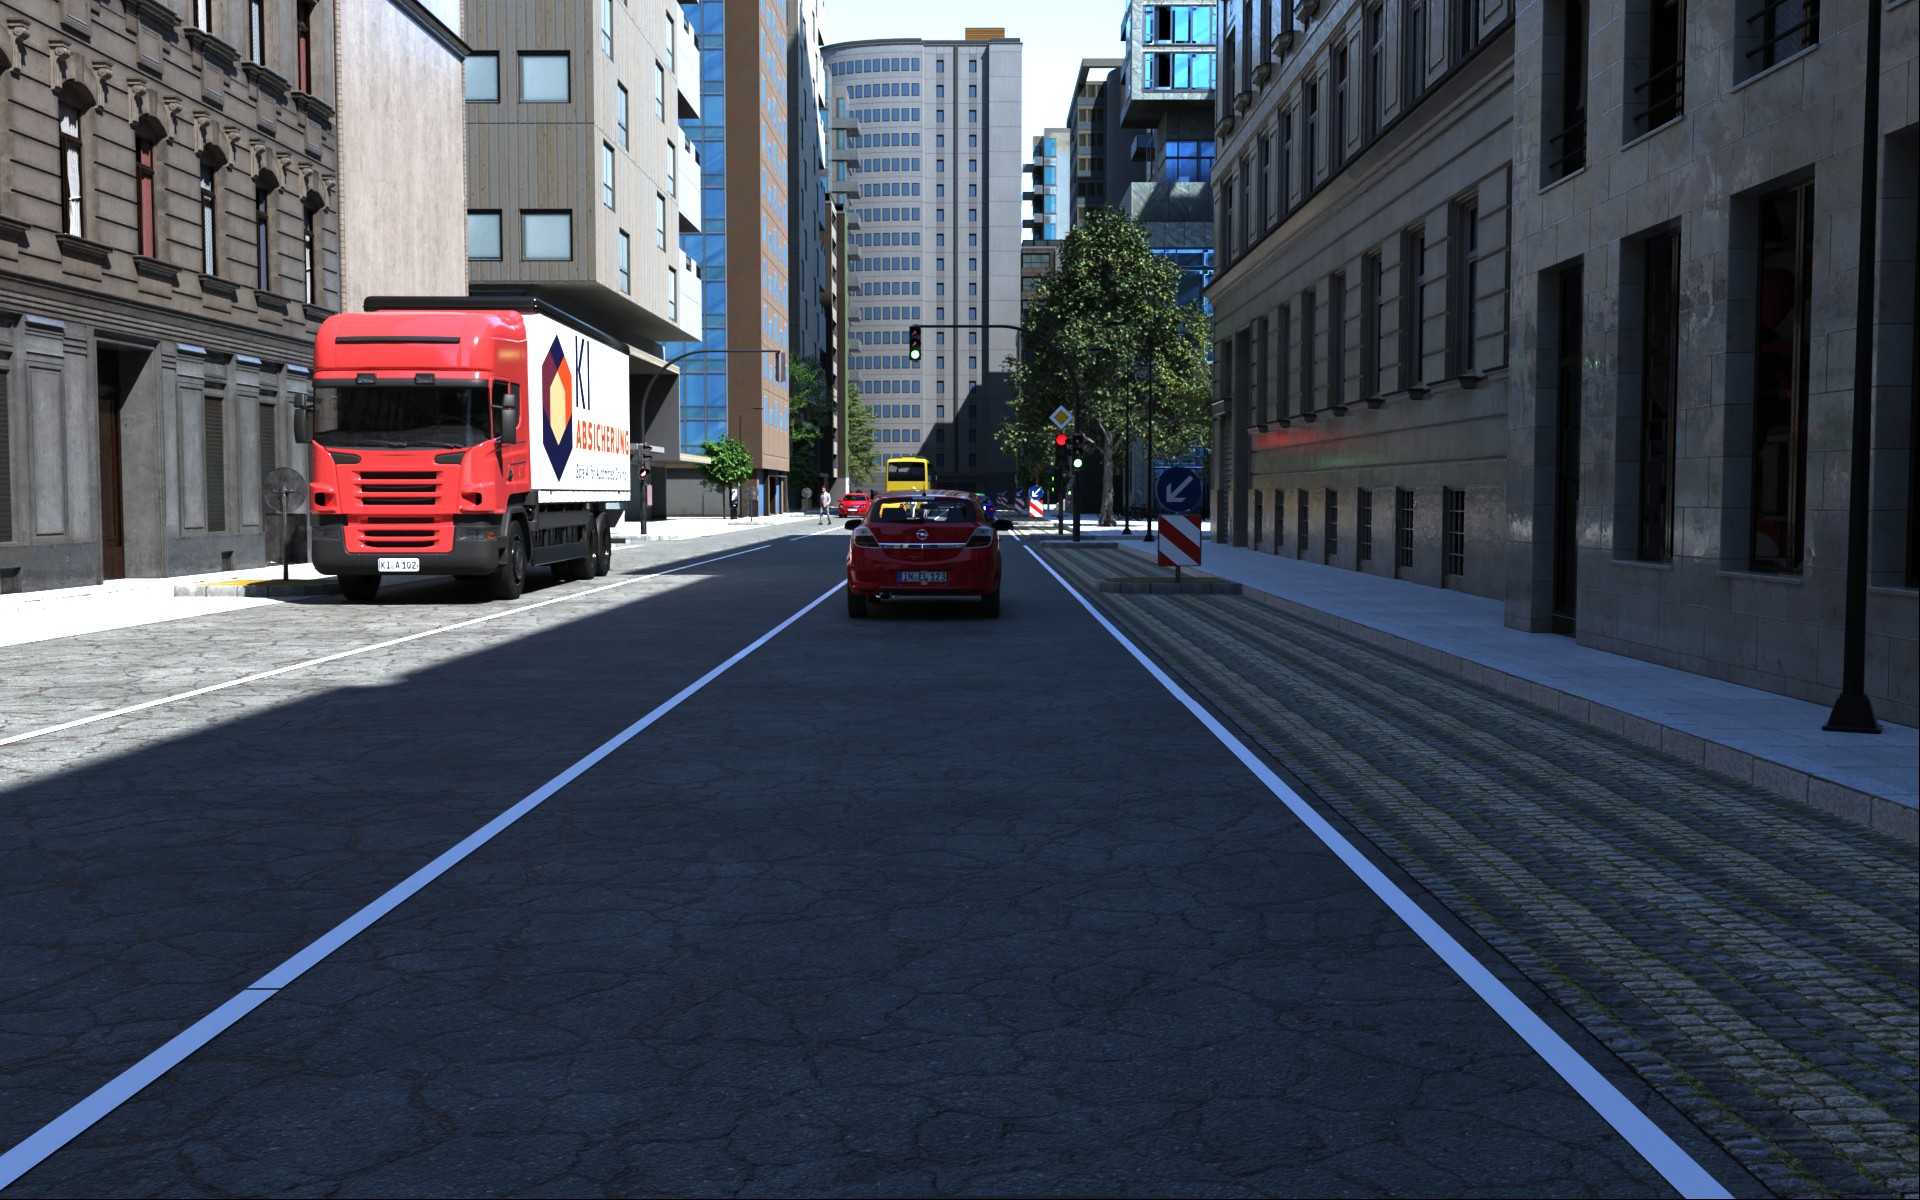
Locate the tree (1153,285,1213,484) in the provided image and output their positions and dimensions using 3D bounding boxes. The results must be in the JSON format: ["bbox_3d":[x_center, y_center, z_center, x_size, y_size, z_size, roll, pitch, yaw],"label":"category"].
[{"bbox_3d":[8.826,-6.564,57.680,4.737,8.622,4.395,0,3,0],"label":"tree"}]

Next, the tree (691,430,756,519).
[{"bbox_3d":[-12.169,-6.451,89.193,4.285,4.588,4.351,0,3,0],"label":"tree"}]

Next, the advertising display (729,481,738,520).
[{"bbox_3d":[-11.327,-4.981,86.648,0.123,1.923,0.974,1,4,11],"label":"advertising display"}]

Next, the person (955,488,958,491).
[{"bbox_3d":[-0.281,-7.128,124.826,0.755,1.850,0.659,-2,4,-34],"label":"person"}]

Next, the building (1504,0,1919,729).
[{"bbox_3d":[10.407,-9.357,7.737,10.420,20.320,16.860,0,4,0],"label":"building"}]

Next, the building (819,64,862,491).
[{"bbox_3d":[-26.561,-35.100,193.492,30.456,49.044,23.786,0,4,0],"label":"building"}]

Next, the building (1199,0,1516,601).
[{"bbox_3d":[13.846,-12.111,31.292,16.112,22.955,30.059,0,4,0],"label":"building"}]

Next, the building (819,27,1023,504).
[{"bbox_3d":[-6.385,-41.637,222.760,28.212,58.520,21.231,0,4,0],"label":"building"}]

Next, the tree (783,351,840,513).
[{"bbox_3d":[-12.061,-11.759,118.019,9.928,11.665,9.643,0,3,0],"label":"tree"}]

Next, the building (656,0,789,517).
[{"bbox_3d":[-17.712,-27.578,101.015,14.600,45.320,14.200,0,4,0],"label":"building"}]

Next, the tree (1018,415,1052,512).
[{"bbox_3d":[6.190,-10.696,125.236,4.360,8.622,3.978,0,3,0],"label":"tree"}]

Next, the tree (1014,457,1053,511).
[{"bbox_3d":[5.666,-9.136,133.079,4.285,4.588,4.351,0,3,0],"label":"tree"}]

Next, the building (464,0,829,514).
[{"bbox_3d":[-25.450,-33.898,143.471,28.713,52.752,27.495,0,4,0],"label":"building"}]

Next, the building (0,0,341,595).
[{"bbox_3d":[-16.797,-10.742,24.780,9.793,20.994,18.267,0,4,0],"label":"building"}]

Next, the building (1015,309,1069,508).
[{"bbox_3d":[19.836,-20.251,176.140,27.650,21.520,28.899,0,4,0],"label":"building"}]

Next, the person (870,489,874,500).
[{"bbox_3d":[-7.515,-8.481,147.183,0.705,1.821,1.348,0,4,-3],"label":"person"}]

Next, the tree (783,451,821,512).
[{"bbox_3d":[-11.881,-8.788,127.389,4.285,4.588,4.351,0,3,0],"label":"tree"}]

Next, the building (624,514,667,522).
[{"bbox_3d":[-25.938,-29.529,72.045,28.713,52.752,27.495,0,4,0],"label":"building"}]

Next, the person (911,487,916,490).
[{"bbox_3d":[-2.545,-5.328,95.484,0.514,1.842,0.818,1,4,23],"label":"person"}]

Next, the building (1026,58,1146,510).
[{"bbox_3d":[22.069,-27.964,149.087,32.217,40.220,23.993,0,4,0],"label":"building"}]

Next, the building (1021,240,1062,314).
[{"bbox_3d":[13.865,-26.063,197.835,14.160,30.474,14.107,0,4,0],"label":"building"}]

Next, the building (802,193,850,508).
[{"bbox_3d":[-18.128,-24.074,165.318,14.160,30.474,14.107,0,4,0],"label":"building"}]

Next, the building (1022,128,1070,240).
[{"bbox_3d":[23.176,-36.998,224.531,30.456,49.044,23.786,0,4,0],"label":"building"}]

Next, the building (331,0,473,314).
[{"bbox_3d":[-22.049,-10.807,41.326,19.286,19.102,10.561,0,4,0],"label":"building"}]

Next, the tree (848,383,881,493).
[{"bbox_3d":[-11.816,-15.840,177.110,7.486,12.596,7.792,0,3,0],"label":"tree"}]

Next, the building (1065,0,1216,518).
[{"bbox_3d":[18.493,-48.429,104.479,22.319,86.520,31.000,0,4,0],"label":"building"}]

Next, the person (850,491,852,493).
[{"bbox_3d":[-9.564,-8.702,151.603,1.217,1.723,0.721,0,4,5],"label":"person"}]

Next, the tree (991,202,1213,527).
[{"bbox_3d":[5.938,-9.253,68.297,9.611,12.733,9.660,0,3,0],"label":"tree"}]

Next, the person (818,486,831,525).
[{"bbox_3d":[-6.251,-4.368,80.198,0.678,1.792,0.850,2,4,29],"label":"person"}]

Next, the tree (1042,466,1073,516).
[{"bbox_3d":[5.687,-6.475,100.474,1.663,3.219,1.824,0,3,0],"label":"tree"}]

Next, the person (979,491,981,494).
[{"bbox_3d":[2.109,-10.403,179.118,0.617,1.759,0.750,-2,4,-25],"label":"person"}]
